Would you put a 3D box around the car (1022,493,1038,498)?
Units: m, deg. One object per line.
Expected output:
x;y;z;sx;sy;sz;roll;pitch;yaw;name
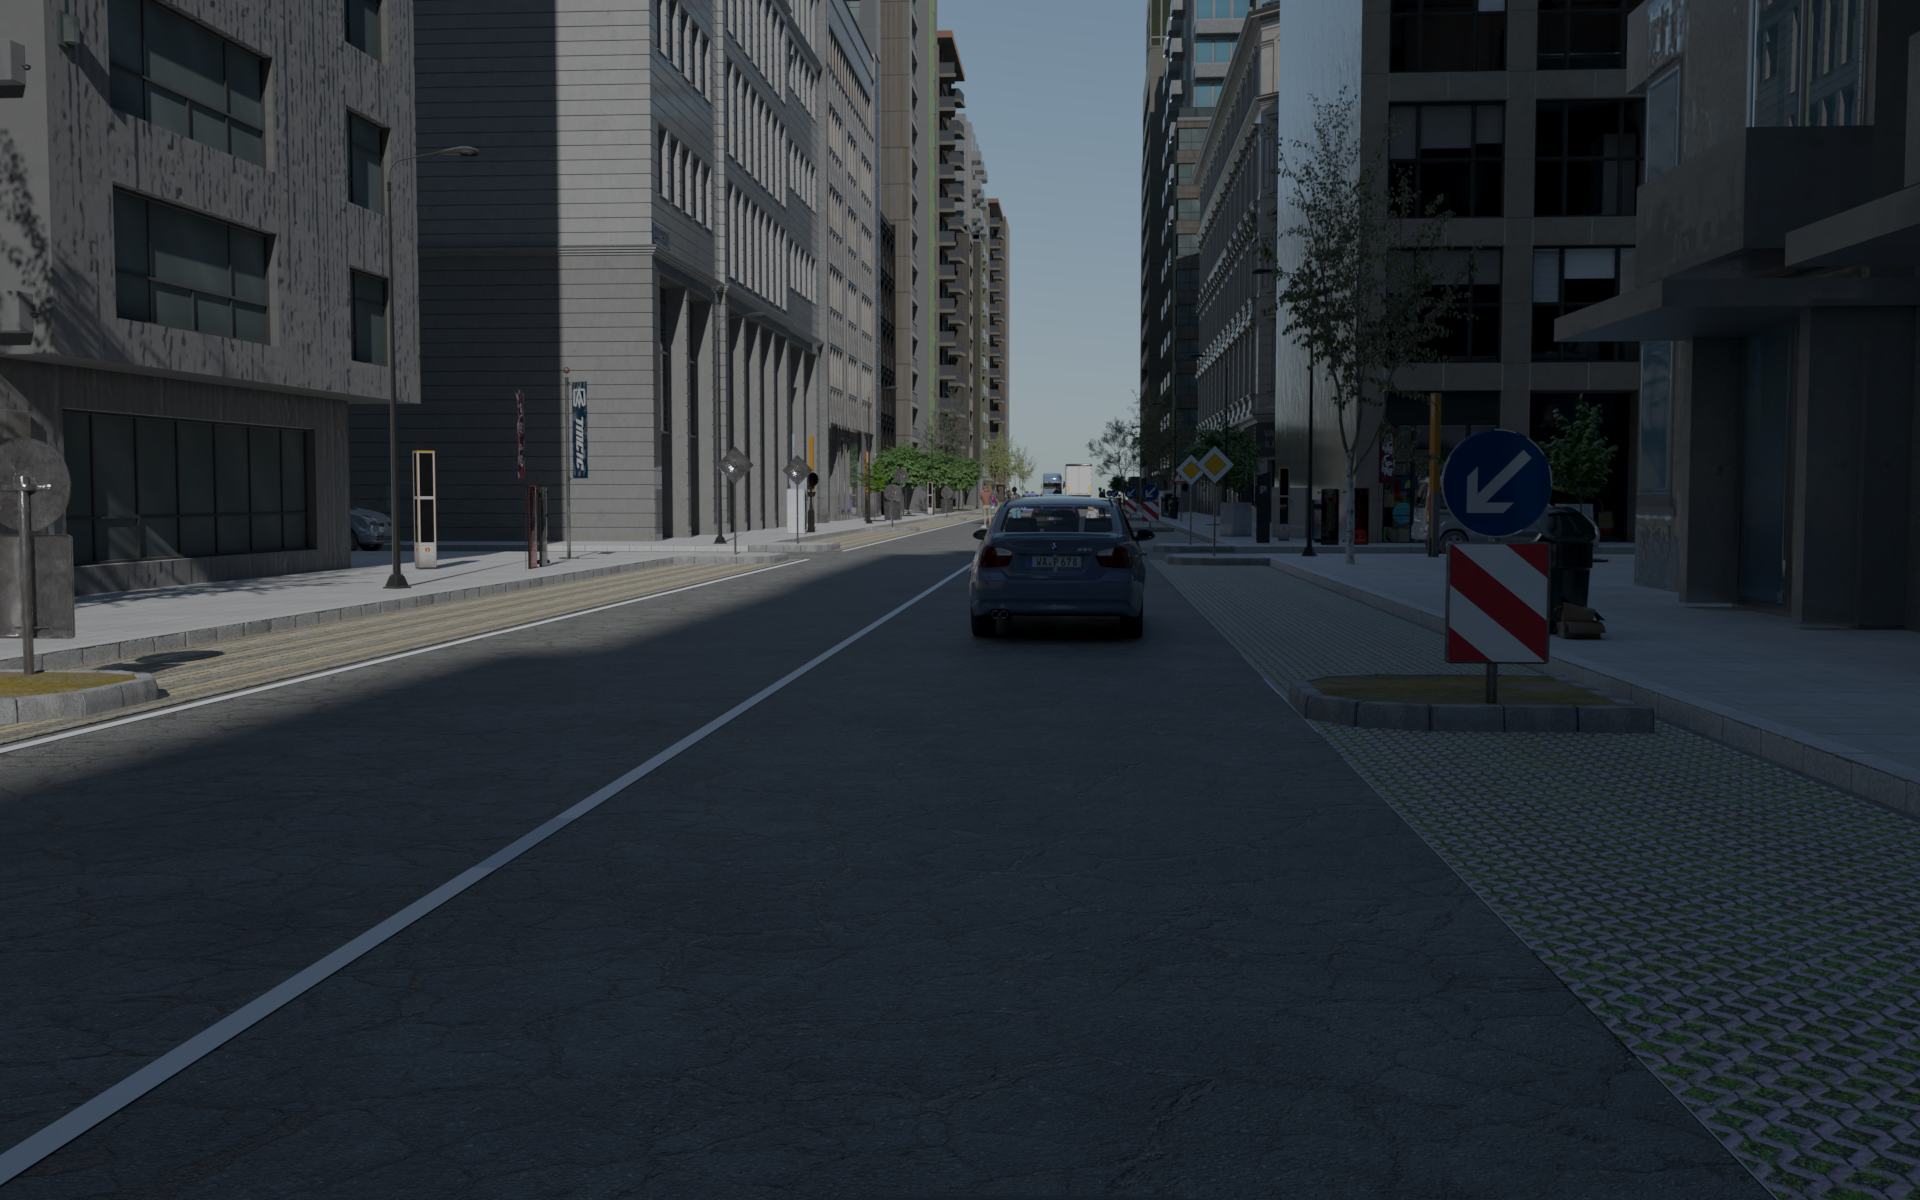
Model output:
5.542;-7.767;136.581;1.945;1.707;3.694;0;4;2;car

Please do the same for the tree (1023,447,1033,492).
5.813;-16.016;212.224;4.737;8.622;4.395;0;3;0;tree

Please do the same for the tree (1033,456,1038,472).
9.204;-18.730;256.589;4.737;8.622;4.395;0;3;0;tree

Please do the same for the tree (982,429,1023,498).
3.973;-14.930;194.465;4.737;8.622;4.395;0;3;0;tree

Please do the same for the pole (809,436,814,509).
-5.230;-4.108;61.009;0.158;3.312;0.155;0;3;0;pole

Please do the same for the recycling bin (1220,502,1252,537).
8.380;-2.450;52.605;0.722;1.027;0.722;-2;4;-24;recycling bin

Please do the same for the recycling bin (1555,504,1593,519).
15.504;-1.909;43.774;0.722;1.027;0.722;0;4;-2;recycling bin

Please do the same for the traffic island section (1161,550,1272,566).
5.292;-0.835;35.926;2.009;0.180;2.903;0;4;4;traffic island section

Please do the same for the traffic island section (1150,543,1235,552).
5.862;-1.322;43.891;2.009;0.180;2.903;0;4;4;traffic island section

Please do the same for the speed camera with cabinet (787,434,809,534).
-5.239;-3.773;56.029;0.660;3.252;2.038;0;4;-1;speed camera with cabinet

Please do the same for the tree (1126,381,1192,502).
12.799;-9.893;112.113;4.360;8.622;3.978;0;3;0;tree

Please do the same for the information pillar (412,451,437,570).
-9.119;-1.530;29.506;0.304;2.012;0.304;-2;4;-31;information pillar

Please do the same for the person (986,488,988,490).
1.877;-6.583;116.155;0.581;1.822;0.654;1;4;14;person

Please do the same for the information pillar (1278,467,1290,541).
8.894;-2.632;47.522;0.304;2.012;0.304;1;4;11;information pillar

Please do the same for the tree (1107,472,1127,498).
23.848;-16.925;260.439;4.285;4.588;4.351;0;3;0;tree

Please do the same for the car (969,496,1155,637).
1.098;-0.407;18.663;2.014;1.417;4.499;0;4;5;car

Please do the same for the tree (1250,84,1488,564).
7.196;-4.958;31.429;4.360;8.622;3.978;0;3;0;tree

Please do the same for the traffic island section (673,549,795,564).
-4.773;-0.879;36.649;2.009;0.180;2.903;0;4;4;traffic island section

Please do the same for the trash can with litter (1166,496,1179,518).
11.280;-4.965;92.567;0.624;1.170;1.055;-1;4;-17;trash can with litter

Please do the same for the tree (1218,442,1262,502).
10.292;-4.297;64.855;1.663;3.219;1.824;0;3;0;tree

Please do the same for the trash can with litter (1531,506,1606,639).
5.576;-0.262;15.669;0.624;1.170;1.055;0;4;-1;trash can with litter

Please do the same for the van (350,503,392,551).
-15.926;-2.155;42.246;4.112;2.044;2.013;0;4;5;van

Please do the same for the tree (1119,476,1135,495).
18.152;-11.700;185.888;1.663;3.219;1.824;0;3;0;tree

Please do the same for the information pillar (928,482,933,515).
-1.809;-6.142;104.910;0.304;2.012;0.304;0;4;-1;information pillar

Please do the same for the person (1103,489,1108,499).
10.650;-7.303;127.933;0.705;1.821;1.348;-1;4;-16;person

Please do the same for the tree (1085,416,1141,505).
19.276;-16.582;205.527;8.767;10.594;7.601;-3;5;-40;tree

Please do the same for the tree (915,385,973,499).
-1.044;-10.234;117.680;4.360;8.622;3.978;0;3;0;tree

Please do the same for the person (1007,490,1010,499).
3.661;-7.162;126.308;0.721;1.735;1.217;0;4;-7;person

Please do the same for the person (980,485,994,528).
1.176;-3.987;73.661;0.573;1.828;0.580;3;5;39;person

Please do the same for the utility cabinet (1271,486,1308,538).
9.642;-2.556;50.471;1.173;1.500;0.318;3;5;45;utility cabinet

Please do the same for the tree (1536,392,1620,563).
11.845;-2.346;32.957;1.663;3.219;1.824;0;3;0;tree

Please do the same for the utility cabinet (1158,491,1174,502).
13.924;-6.652;117.440;1.173;1.500;0.318;2;4;28;utility cabinet

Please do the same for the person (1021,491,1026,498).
6.553;-10.018;173.026;1.217;1.736;0.721;1;4;12;person

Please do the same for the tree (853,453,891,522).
-3.905;-5.292;81.125;1.663;3.219;1.824;0;3;0;tree

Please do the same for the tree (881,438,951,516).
-3.194;-7.137;100.407;4.285;4.588;4.351;0;3;0;tree

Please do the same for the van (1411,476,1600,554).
12.556;-2.009;39.863;4.112;2.044;2.013;0;4;2;van

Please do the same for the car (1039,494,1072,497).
3.527;-3.300;63.738;2.009;1.686;4.222;0;4;4;car

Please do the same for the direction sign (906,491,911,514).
-3.257;-7.186;109.495;0.876;3.537;0.379;-1;4;-12;direction sign

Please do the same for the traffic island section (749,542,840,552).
-4.203;-1.366;44.613;2.009;0.180;2.903;0;4;4;traffic island section

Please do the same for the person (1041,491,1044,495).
8.496;-10.308;177.590;0.434;1.755;0.990;2;4;29;person

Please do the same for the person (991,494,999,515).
2.289;-6.682;120.970;0.991;1.433;0.599;1;4;22;person

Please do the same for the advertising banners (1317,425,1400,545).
10.035;-2.900;43.601;2.074;3.025;0.090;0;4;-4;advertising banners

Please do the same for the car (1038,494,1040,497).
6.941;-9.034;159.708;2.014;1.417;4.499;0;4;3;car

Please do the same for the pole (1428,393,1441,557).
9.622;-2.524;35.110;0.158;3.312;0.155;0;3;0;pole

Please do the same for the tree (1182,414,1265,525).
10.843;-5.369;71.504;4.285;4.588;4.351;0;3;0;tree

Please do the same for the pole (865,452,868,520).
-4.483;-5.489;83.590;0.158;3.312;0.155;0;3;0;pole

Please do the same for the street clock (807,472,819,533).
-4.958;-3.247;57.652;0.471;2.002;0.358;-3;5;-40;street clock

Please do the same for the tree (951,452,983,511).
-1.650;-7.909;113.018;4.285;4.588;4.351;0;3;0;tree

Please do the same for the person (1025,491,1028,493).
6.470;-9.880;170.828;0.721;1.735;1.217;-1;4;-20;person

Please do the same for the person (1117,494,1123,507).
11.724;-7.072;127.381;0.557;1.426;1.065;3;5;43;person

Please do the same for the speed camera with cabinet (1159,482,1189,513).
14.346;-7.450;116.141;2.038;3.252;0.660;-2;4;-25;speed camera with cabinet

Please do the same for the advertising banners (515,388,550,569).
-7.346;-2.052;29.730;0.090;3.025;2.074;0;4;0;advertising banners

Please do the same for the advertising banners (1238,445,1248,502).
9.995;-3.973;61.144;0.090;3.025;2.074;1;4;17;advertising banners

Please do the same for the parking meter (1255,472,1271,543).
7.929;-2.427;45.395;0.399;1.863;0.255;1;4;10;parking meter
